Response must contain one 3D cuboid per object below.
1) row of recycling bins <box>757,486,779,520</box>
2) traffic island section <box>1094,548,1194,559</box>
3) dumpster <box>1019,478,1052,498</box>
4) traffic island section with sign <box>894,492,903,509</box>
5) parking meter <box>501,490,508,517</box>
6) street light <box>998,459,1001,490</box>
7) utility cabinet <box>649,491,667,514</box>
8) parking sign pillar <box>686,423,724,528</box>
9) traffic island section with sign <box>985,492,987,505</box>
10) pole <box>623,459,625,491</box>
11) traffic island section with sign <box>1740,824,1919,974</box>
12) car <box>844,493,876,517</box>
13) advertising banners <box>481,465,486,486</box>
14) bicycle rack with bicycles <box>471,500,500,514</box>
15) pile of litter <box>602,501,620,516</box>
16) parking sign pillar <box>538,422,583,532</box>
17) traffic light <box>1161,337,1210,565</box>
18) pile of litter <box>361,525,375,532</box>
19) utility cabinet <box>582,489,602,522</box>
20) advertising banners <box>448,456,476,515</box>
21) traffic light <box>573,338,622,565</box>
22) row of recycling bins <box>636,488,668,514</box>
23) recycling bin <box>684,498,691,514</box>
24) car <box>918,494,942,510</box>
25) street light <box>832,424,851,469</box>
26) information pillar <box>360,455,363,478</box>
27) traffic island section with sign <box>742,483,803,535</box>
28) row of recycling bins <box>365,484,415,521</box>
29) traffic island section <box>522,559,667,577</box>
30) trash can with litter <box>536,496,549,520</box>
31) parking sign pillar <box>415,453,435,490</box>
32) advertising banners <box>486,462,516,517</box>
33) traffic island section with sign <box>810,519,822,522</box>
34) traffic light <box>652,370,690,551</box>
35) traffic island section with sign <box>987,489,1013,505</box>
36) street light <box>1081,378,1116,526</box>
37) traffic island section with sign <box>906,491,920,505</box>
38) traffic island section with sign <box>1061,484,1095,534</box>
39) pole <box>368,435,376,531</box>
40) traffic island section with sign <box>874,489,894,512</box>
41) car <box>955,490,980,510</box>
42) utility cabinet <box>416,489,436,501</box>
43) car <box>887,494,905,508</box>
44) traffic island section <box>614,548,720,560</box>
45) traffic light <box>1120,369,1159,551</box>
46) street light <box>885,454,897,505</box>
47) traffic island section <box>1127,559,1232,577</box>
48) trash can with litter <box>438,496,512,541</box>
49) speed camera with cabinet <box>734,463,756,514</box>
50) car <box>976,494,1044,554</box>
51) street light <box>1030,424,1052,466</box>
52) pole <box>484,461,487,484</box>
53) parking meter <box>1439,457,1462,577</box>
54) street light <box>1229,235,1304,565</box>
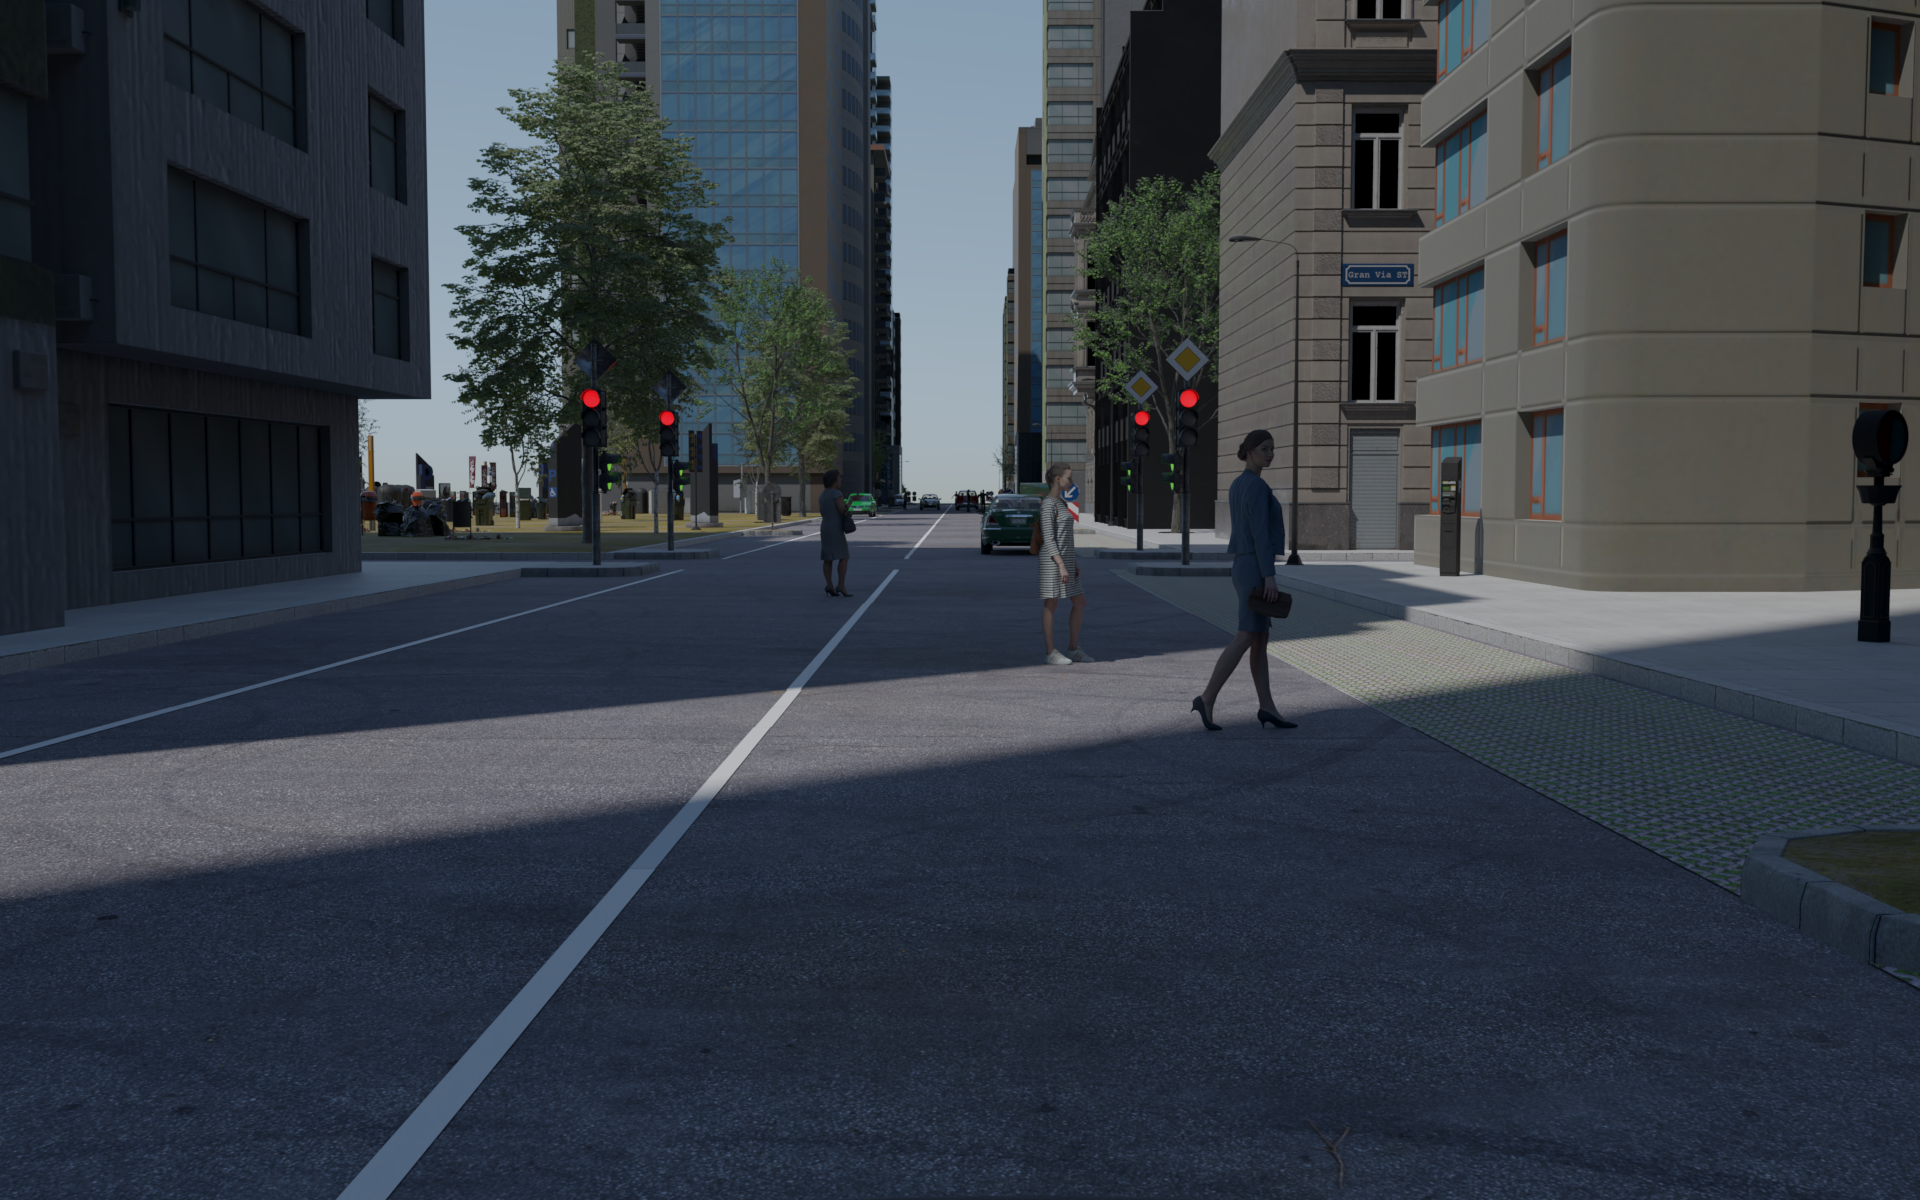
[{"bbox_3d":[-9.553,-4.809,85.736,1.069,1.692,3.534,-1,4,-11],"label":"row of recycling bins"},{"bbox_3d":[4.104,-1.042,39.311,2.009,0.180,2.903,0,3,0],"label":"traffic island section"},{"bbox_3d":[3.962,-4.999,86.680,1.985,2.255,1.502,0,4,0],"label":"dumpster"},{"bbox_3d":[-6.516,-9.646,166.338,1.989,1.847,2.006,0,3,0],"label":"traffic island section with sign"},{"bbox_3d":[-25.499,-5.417,96.974,0.372,1.533,0.369,0,3,0],"label":"parking meter"},{"bbox_3d":[5.657,-15.746,229.987,1.470,5.913,1.316,0,3,0],"label":"street light"},{"bbox_3d":[-19.092,-6.165,109.477,1.173,1.500,0.318,-3,5,-43],"label":"utility cabinet"},{"bbox_3d":[-9.807,-4.767,66.411,1.447,3.967,1.447,-3,5,-42],"label":"parking sign pillar"},{"bbox_3d":[3.897,-13.045,221.913,1.989,1.847,2.006,0,3,0],"label":"traffic island section with sign"},{"bbox_3d":[-19.631,-6.568,101.234,0.158,3.312,0.155,0,3,0],"label":"pole"},{"bbox_3d":[3.759,0.182,5.657,1.989,1.847,2.006,0,3,0],"label":"traffic island section with sign"},{"bbox_3d":[-6.244,-6.104,108.599,1.959,1.807,4.718,0,4,1],"label":"car"},{"bbox_3d":[-29.066,-6.583,103.813,0.090,3.025,2.074,2,4,32],"label":"advertising banners"},{"bbox_3d":[-29.870,-5.860,109.190,2.925,0.926,2.852,-2,4,-31],"label":"bicycle rack with bicycles"},{"bbox_3d":[-20.974,-5.491,103.742,1.176,0.858,1.719,-2,4,-26],"label":"pile of litter"},{"bbox_3d":[-13.647,-4.366,59.854,1.447,3.967,1.447,2,4,28],"label":"parking sign pillar"},{"bbox_3d":[4.060,-2.587,31.212,0.839,4.253,0.868,0,3,0],"label":"traffic light"},{"bbox_3d":[-20.544,-2.722,58.467,1.719,0.858,1.176,2,4,34],"label":"pile of litter"},{"bbox_3d":[-16.556,-4.190,77.188,1.173,1.500,0.318,0,4,-7],"label":"utility cabinet"},{"bbox_3d":[-22.998,-5.130,80.062,2.074,3.025,0.090,3,4,38],"label":"advertising banners"},{"bbox_3d":[-6.552,-2.586,31.202,0.839,4.253,0.868,0,3,0],"label":"traffic light"},{"bbox_3d":[-20.291,-6.466,112.830,3.534,1.692,1.069,1,4,12],"label":"row of recycling bins"},{"bbox_3d":[-17.670,-6.021,110.990,0.722,1.027,0.722,-1,4,-17],"label":"recycling bin"},{"bbox_3d":[-2.711,-8.837,156.280,2.131,1.459,4.920,0,4,-1],"label":"car"},{"bbox_3d":[-7.939,-8.752,115.636,1.470,5.913,1.316,0,3,0],"label":"street light"},{"bbox_3d":[-35.970,-6.869,103.665,0.183,3.616,0.504,3,4,37],"label":"information pillar"},{"bbox_3d":[-6.578,-3.201,60.966,1.989,1.847,2.006,0,3,0],"label":"traffic island section with sign"},{"bbox_3d":[-28.232,-4.725,84.364,1.069,1.692,3.534,2,4,34],"label":"row of recycling bins"},{"bbox_3d":[-6.592,-0.554,31.337,2.009,0.180,2.903,0,3,0],"label":"traffic island section"},{"bbox_3d":[-20.677,-4.600,86.593,1.055,1.170,0.624,1,4,21],"label":"trash can with litter"},{"bbox_3d":[-35.149,-7.668,113.845,1.447,3.967,1.447,2,4,24],"label":"parking sign pillar"},{"bbox_3d":[-25.159,-6.065,95.349,0.090,3.025,2.074,2,4,28],"label":"advertising banners"},{"bbox_3d":[-6.560,-4.871,88.275,1.989,1.847,2.006,0,3,0],"label":"traffic island section with sign"},{"bbox_3d":[-6.547,-3.074,39.187,0.839,4.253,0.868,0,3,0],"label":"traffic light"},{"bbox_3d":[3.854,-9.645,166.322,1.989,1.847,2.006,0,3,0],"label":"traffic island section with sign"},{"bbox_3d":[5.540,-5.916,69.270,1.470,5.913,1.316,0,3,0],"label":"street light"},{"bbox_3d":[-6.482,-12.992,221.048,1.989,1.847,2.006,0,3,0],"label":"traffic island section with sign"},{"bbox_3d":[3.794,-3.274,62.155,1.989,1.847,2.006,0,3,0],"label":"traffic island section with sign"},{"bbox_3d":[-20.484,-4.064,60.288,0.158,3.312,0.155,0,3,0],"label":"pole"},{"bbox_3d":[-6.536,-7.977,139.051,1.989,1.847,2.006,0,3,0],"label":"traffic island section with sign"},{"bbox_3d":[0.654,-8.811,152.725,2.281,1.827,5.304,0,4,0],"label":"car"},{"bbox_3d":[-25.563,-4.544,82.970,0.318,1.500,1.173,1,4,20],"label":"utility cabinet"},{"bbox_3d":[-6.301,-9.880,173.542,2.014,1.417,4.499,0,3,0],"label":"car"},{"bbox_3d":[-6.587,-1.042,39.322,2.009,0.180,2.903,0,3,0],"label":"traffic island section"},{"bbox_3d":[4.064,-3.075,39.197,0.839,4.253,0.868,0,3,0],"label":"traffic light"},{"bbox_3d":[-7.954,-13.837,198.780,1.470,5.913,1.316,0,3,0],"label":"street light"},{"bbox_3d":[4.100,-0.553,31.326,2.009,0.180,2.903,0,3,0],"label":"traffic island section"},{"bbox_3d":[-13.650,-2.316,48.924,2.233,1.210,1.678,-3,4,-36],"label":"trash can with litter"},{"bbox_3d":[-13.659,-7.145,111.163,0.660,3.252,2.038,2,4,34],"label":"speed camera with cabinet"},{"bbox_3d":[1.447,-1.881,42.558,2.131,1.459,4.920,0,4,2],"label":"car"},{"bbox_3d":[5.503,-8.673,114.342,1.470,5.913,1.316,0,3,0],"label":"street light"},{"bbox_3d":[-29.468,-6.958,107.611,0.158,3.312,0.155,0,3,0],"label":"pole"},{"bbox_3d":[7.656,-1.303,27.021,0.255,1.863,0.399,2,4,27],"label":"parking meter"},{"bbox_3d":[5.513,-3.588,31.198,1.470,5.913,1.316,0,3,0],"label":"street light"}]
